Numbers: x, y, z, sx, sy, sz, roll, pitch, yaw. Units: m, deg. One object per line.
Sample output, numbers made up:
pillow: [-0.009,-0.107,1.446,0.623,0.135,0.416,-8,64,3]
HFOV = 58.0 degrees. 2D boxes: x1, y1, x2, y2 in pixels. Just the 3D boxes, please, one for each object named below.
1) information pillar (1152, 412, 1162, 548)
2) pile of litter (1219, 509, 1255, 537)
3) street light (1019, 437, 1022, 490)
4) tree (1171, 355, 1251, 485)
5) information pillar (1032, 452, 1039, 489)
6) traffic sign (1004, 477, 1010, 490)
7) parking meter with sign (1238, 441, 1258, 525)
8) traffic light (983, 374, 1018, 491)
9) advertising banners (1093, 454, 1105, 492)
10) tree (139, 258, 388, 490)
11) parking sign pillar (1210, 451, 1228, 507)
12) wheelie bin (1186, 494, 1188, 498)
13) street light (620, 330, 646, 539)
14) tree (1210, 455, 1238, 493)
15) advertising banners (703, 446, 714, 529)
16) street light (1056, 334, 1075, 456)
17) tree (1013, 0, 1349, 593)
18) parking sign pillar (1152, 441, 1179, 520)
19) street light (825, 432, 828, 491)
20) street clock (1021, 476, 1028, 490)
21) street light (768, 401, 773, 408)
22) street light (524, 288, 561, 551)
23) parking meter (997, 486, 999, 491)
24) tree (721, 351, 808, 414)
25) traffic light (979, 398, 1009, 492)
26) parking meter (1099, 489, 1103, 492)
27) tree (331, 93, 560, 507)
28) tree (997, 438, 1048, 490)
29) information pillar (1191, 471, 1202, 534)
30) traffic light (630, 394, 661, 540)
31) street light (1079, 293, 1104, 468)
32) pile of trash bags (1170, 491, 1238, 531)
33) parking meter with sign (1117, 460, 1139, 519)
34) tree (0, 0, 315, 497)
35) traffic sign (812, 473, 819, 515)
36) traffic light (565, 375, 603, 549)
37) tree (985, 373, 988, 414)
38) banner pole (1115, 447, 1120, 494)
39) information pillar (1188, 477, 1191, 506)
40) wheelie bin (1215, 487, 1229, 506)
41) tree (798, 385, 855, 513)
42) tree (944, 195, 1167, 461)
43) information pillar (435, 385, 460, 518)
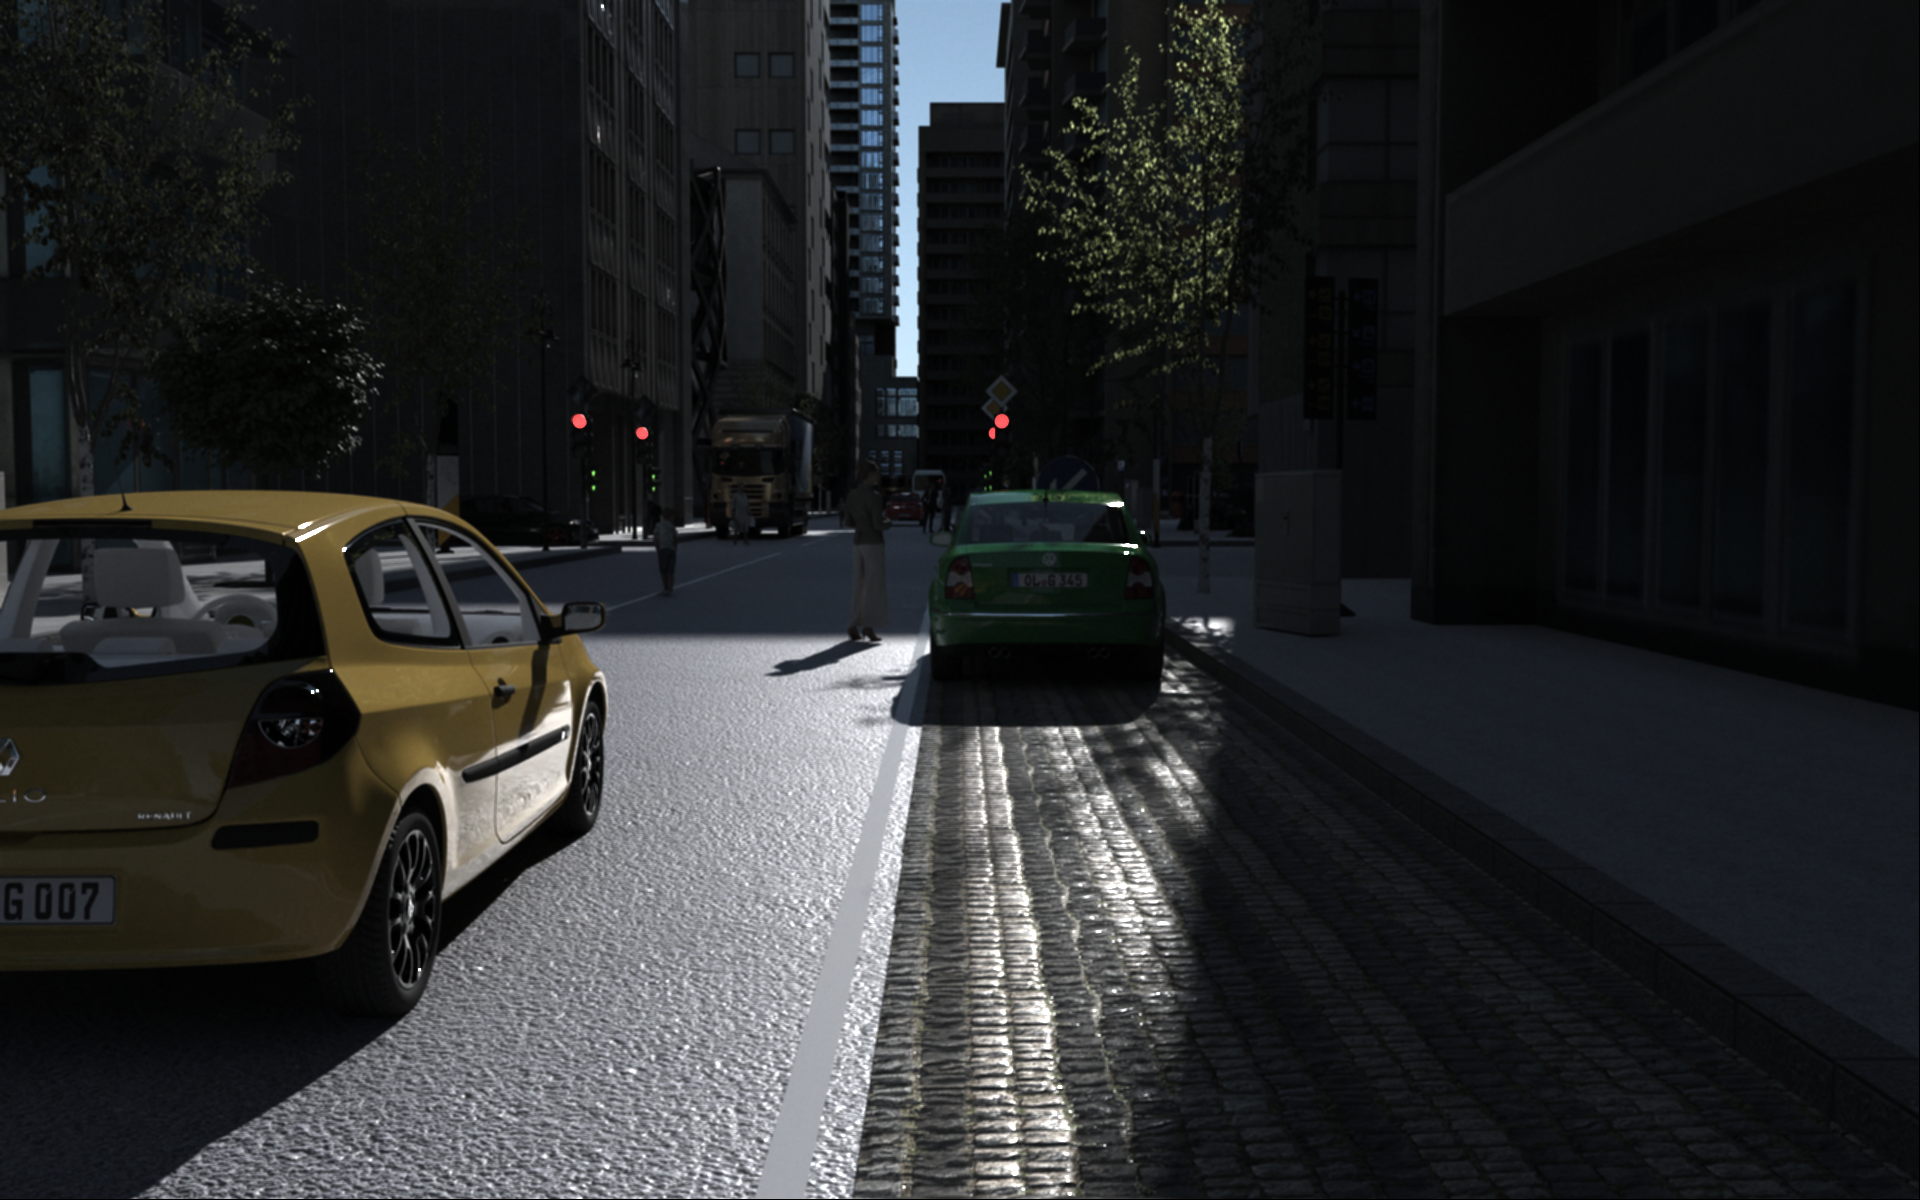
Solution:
information pillar: [4.702,-3.061,41.409,0.183,3.616,0.504,1,4,15]
pile of litter: [8.540,-2.306,51.674,1.176,0.858,1.719,-2,4,-30]
street light: [3.032,-6.982,86.949,0.468,5.910,1.993,0,3,0]
tree: [13.121,-8.567,90.434,4.737,8.622,4.395,0,3,0]
information pillar: [3.728,-5.784,85.930,0.183,3.616,0.504,2,4,35]
traffic sign: [2.668,-5.969,98.780,0.795,2.450,0.064,0,4,7]
parking meter with sign: [10.073,-3.726,57.175,1.738,3.016,0.543,1,4,18]
traffic light: [0.956,-3.170,40.749,0.839,4.253,0.868,0,3,0]
advertising banners: [5.948,-4.805,74.745,0.090,3.025,2.074,-1,4,-13]
tree: [-9.705,-2.487,24.369,4.285,4.588,4.351,0,3,0]
parking sign pillar: [13.861,-6.458,94.055,1.447,3.967,1.447,-1,4,-11]
wheelie bin: [11.217,-4.564,82.531,0.980,1.594,0.693,2,4,25]
street light: [-9.228,-4.659,48.961,0.468,5.910,1.993,0,3,0]
tree: [12.528,-5.501,84.538,1.663,3.219,1.824,0,3,0]
advertising banners: [-9.380,-4.173,64.413,0.090,3.025,2.074,0,4,1]
street light: [3.057,-4.744,50.357,0.468,5.910,1.993,0,3,0]
tree: [3.068,-4.410,22.468,4.360,8.622,3.978,0,3,0]
parking sign pillar: [10.309,-6.044,87.293,1.447,3.967,1.447,0,4,5]
street light: [-9.380,-9.155,122.474,0.468,5.910,1.993,0,3,0]
street clock: [2.628,-4.048,70.757,0.358,2.002,0.471,1,4,13]
street light: [-9.371,-6.912,85.804,0.468,5.910,1.993,0,3,0]
street light: [-9.371,-4.051,39.016,0.468,5.910,1.993,0,3,0]
parking meter: [2.615,-6.623,113.992,0.399,1.863,0.255,0,4,1]
tree: [-10.339,-8.531,89.836,4.737,8.622,4.395,0,3,0]
traffic light: [0.955,-3.658,48.734,0.839,4.253,0.868,0,3,0]
parking meter: [6.798,-4.675,84.852,0.372,1.533,0.369,0,3,0]
tree: [-9.968,-5.047,32.875,4.737,8.622,4.395,0,3,0]
tree: [3.683,-6.605,91.713,4.285,4.588,4.351,0,3,0]
information pillar: [7.767,-3.146,55.936,0.304,2.012,0.304,-2,4,-30]
traffic light: [-8.856,-3.657,48.717,0.839,4.253,0.868,0,3,0]
street light: [3.029,-4.109,39.964,0.468,5.910,1.993,0,3,0]
pile of trash bags: [8.477,-3.143,61.147,1.912,1.369,3.447,3,5,39]
parking meter with sign: [8.946,-5.739,90.095,0.543,3.016,1.738,3,5,44]
tree: [-9.539,-4.214,19.263,4.360,8.622,3.978,0,3,0]
traffic sign: [-8.988,-6.446,105.504,0.768,2.556,0.104,0,4,1]
traffic light: [-8.855,-3.169,40.732,0.839,4.253,0.868,0,3,0]
tree: [3.114,-7.128,66.911,4.360,8.622,3.978,0,3,0]
banner pole: [8.403,-6.265,92.448,0.401,3.779,0.863,-1,4,-10]
information pillar: [9.852,-4.211,73.338,0.304,2.012,0.304,-3,5,-44]
wheelie bin: [11.137,-3.989,73.132,0.693,1.594,0.980,-1,4,-17]
tree: [-9.200,-10.168,116.602,4.360,8.622,3.978,0,3,0]
tree: [3.280,-8.162,59.205,9.928,11.665,9.643,0,3,0]
information pillar: [-11.094,-2.820,37.465,0.504,3.616,0.183,-3,5,-43]
